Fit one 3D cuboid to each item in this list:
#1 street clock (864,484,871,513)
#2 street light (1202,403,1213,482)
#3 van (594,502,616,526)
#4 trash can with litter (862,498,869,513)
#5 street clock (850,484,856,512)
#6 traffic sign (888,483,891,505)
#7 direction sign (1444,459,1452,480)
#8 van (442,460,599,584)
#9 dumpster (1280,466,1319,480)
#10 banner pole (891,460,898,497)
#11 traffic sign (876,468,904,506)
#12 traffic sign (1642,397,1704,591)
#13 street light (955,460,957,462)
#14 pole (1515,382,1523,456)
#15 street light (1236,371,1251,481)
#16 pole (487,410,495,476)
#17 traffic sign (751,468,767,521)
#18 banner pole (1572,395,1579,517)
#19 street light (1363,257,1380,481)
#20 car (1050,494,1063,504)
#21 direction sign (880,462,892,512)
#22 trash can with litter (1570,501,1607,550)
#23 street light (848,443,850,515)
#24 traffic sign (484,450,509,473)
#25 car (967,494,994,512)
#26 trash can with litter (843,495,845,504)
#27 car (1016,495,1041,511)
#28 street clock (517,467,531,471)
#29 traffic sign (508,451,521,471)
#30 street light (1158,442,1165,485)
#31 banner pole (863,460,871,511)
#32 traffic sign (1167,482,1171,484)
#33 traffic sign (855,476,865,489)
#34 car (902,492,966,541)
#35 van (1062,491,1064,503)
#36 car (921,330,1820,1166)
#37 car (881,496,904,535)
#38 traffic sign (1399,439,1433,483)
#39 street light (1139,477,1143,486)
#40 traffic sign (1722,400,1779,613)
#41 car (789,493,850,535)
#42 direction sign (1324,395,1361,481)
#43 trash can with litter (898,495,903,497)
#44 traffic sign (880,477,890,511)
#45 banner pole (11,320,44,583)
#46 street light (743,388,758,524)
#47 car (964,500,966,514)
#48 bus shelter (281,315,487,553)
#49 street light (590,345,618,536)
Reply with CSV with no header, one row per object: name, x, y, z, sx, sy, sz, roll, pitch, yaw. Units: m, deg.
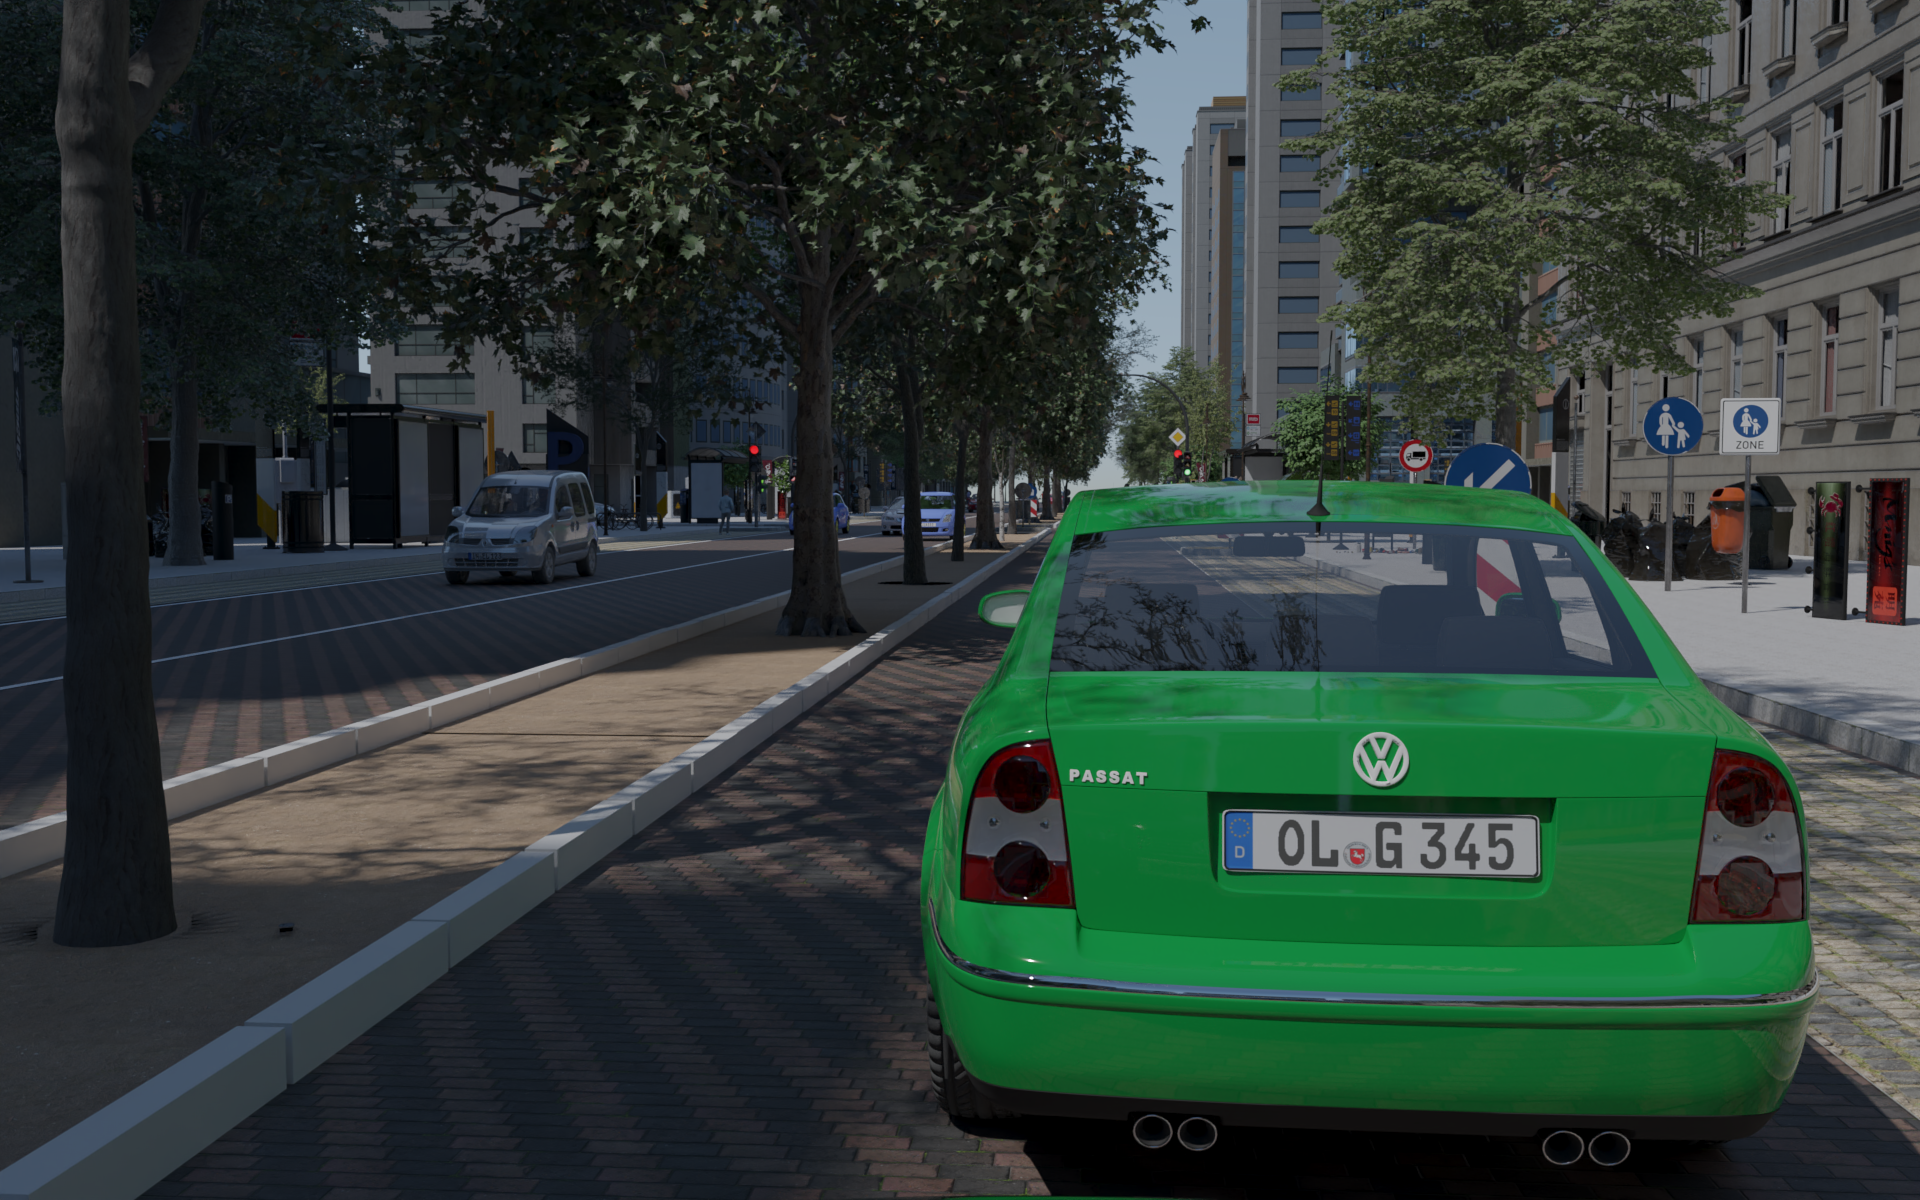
street clock,-6.390,-7.061,120.017,0.471,2.002,0.358,0,4,-4
street light,12.313,-6.953,86.465,0.468,5.910,1.993,0,4,5
van,-16.153,-3.905,70.854,4.112,2.044,2.013,0,4,5
trash can with litter,-6.501,-6.544,118.380,0.624,1.170,1.055,0,4,-3
street clock,-7.811,-7.438,126.188,0.358,2.002,0.471,-3,4,-36
traffic sign,-5.164,-7.871,128.798,0.768,2.556,0.104,0,4,5
direction sign,31.455,-7.276,110.967,0.876,3.537,0.379,0,4,6
van,-7.287,-1.339,28.912,2.013,2.044,4.112,0,4,3
dumpster,10.499,-3.105,53.265,1.502,2.255,1.985,0,4,4
banner pole,-4.775,-8.398,127.317,0.863,3.779,0.401,3,4,36
traffic sign,-5.355,-8.571,134.009,2.265,3.308,0.079,1,4,10
traffic sign,9.343,-1.387,22.783,0.768,2.556,0.104,0,4,7
street light,-0.335,-12.889,183.519,0.468,5.910,1.993,0,4,5
pole,10.149,-2.314,31.679,0.158,3.312,0.155,0,3,0
street light,10.612,-5.638,64.961,0.468,5.910,1.993,0,4,5
pole,-11.455,-2.967,42.347,0.158,3.312,0.155,0,3,0
traffic sign,-9.399,-4.948,81.006,0.768,2.556,0.104,1,4,10
banner pole,15.486,-3.279,43.623,0.401,3.779,0.863,1,4,19
street light,7.988,-3.733,33.828,0.468,5.910,1.993,0,4,5
car,11.582,-12.347,210.919,2.155,1.783,4.494,0,4,3
direction sign,-5.244,-7.977,122.413,0.876,3.537,0.379,0,4,3
trash can with litter,10.495,-1.036,28.331,1.055,1.170,0.624,3,5,45
street light,-6.779,-8.118,105.511,0.468,5.910,1.993,0,4,5
traffic sign,-13.543,-3.091,50.637,0.768,2.556,0.104,0,4,8
car,1.623,-7.775,136.154,2.155,1.783,4.494,0,4,4
trash can with litter,-9.700,-8.061,142.854,1.678,1.210,2.233,1,4,15
car,5.773,-8.357,145.672,2.155,1.783,4.494,0,4,3
street clock,-11.711,-2.571,46.608,0.471,2.002,0.358,-1,4,-17
traffic sign,-13.457,-3.179,51.980,0.884,2.594,0.081,1,4,10
street light,17.435,-10.706,147.827,0.468,5.910,1.993,0,4,5
banner pole,-6.819,-8.454,128.247,0.863,3.779,0.401,3,4,37
traffic sign,15.087,-7.532,123.251,0.768,2.556,0.104,1,4,14
traffic sign,-7.127,-7.527,123.168,0.768,2.556,0.104,1,4,11
car,-0.801,-2.723,54.118,1.945,1.707,3.694,0,4,6
van,12.659,-13.194,222.724,2.013,2.044,4.112,0,4,3
car,0.970,0.216,5.259,1.959,1.807,4.718,0,4,6
car,-1.659,-3.021,61.757,2.083,1.381,4.827,0,4,5
traffic sign,10.589,-2.457,40.273,0.768,2.556,0.104,1,4,14
street light,25.381,-16.633,244.736,0.468,5.910,1.993,0,4,5
traffic sign,8.445,-1.006,18.582,0.606,2.300,0.079,0,4,8
car,-5.009,-3.192,61.781,1.945,1.707,3.694,0,4,6
direction sign,8.790,-2.927,39.851,0.876,3.537,0.379,-1,4,-11
trash can with litter,-4.957,-8.449,149.533,1.055,1.170,0.624,-2,4,-32
traffic sign,-5.501,-7.750,126.812,0.768,2.556,0.104,1,4,14
banner pole,-13.414,-2.124,24.742,0.401,3.779,0.863,-1,4,-18
street light,-9.139,-6.267,75.248,0.468,5.910,1.993,0,4,5
car,-0.639,-6.253,114.033,2.131,1.459,4.920,0,4,3
bus shelter,-13.770,-3.911,41.582,2.179,5.291,8.768,0,4,5
street light,-10.974,-4.937,53.501,0.468,5.910,1.993,0,4,5
